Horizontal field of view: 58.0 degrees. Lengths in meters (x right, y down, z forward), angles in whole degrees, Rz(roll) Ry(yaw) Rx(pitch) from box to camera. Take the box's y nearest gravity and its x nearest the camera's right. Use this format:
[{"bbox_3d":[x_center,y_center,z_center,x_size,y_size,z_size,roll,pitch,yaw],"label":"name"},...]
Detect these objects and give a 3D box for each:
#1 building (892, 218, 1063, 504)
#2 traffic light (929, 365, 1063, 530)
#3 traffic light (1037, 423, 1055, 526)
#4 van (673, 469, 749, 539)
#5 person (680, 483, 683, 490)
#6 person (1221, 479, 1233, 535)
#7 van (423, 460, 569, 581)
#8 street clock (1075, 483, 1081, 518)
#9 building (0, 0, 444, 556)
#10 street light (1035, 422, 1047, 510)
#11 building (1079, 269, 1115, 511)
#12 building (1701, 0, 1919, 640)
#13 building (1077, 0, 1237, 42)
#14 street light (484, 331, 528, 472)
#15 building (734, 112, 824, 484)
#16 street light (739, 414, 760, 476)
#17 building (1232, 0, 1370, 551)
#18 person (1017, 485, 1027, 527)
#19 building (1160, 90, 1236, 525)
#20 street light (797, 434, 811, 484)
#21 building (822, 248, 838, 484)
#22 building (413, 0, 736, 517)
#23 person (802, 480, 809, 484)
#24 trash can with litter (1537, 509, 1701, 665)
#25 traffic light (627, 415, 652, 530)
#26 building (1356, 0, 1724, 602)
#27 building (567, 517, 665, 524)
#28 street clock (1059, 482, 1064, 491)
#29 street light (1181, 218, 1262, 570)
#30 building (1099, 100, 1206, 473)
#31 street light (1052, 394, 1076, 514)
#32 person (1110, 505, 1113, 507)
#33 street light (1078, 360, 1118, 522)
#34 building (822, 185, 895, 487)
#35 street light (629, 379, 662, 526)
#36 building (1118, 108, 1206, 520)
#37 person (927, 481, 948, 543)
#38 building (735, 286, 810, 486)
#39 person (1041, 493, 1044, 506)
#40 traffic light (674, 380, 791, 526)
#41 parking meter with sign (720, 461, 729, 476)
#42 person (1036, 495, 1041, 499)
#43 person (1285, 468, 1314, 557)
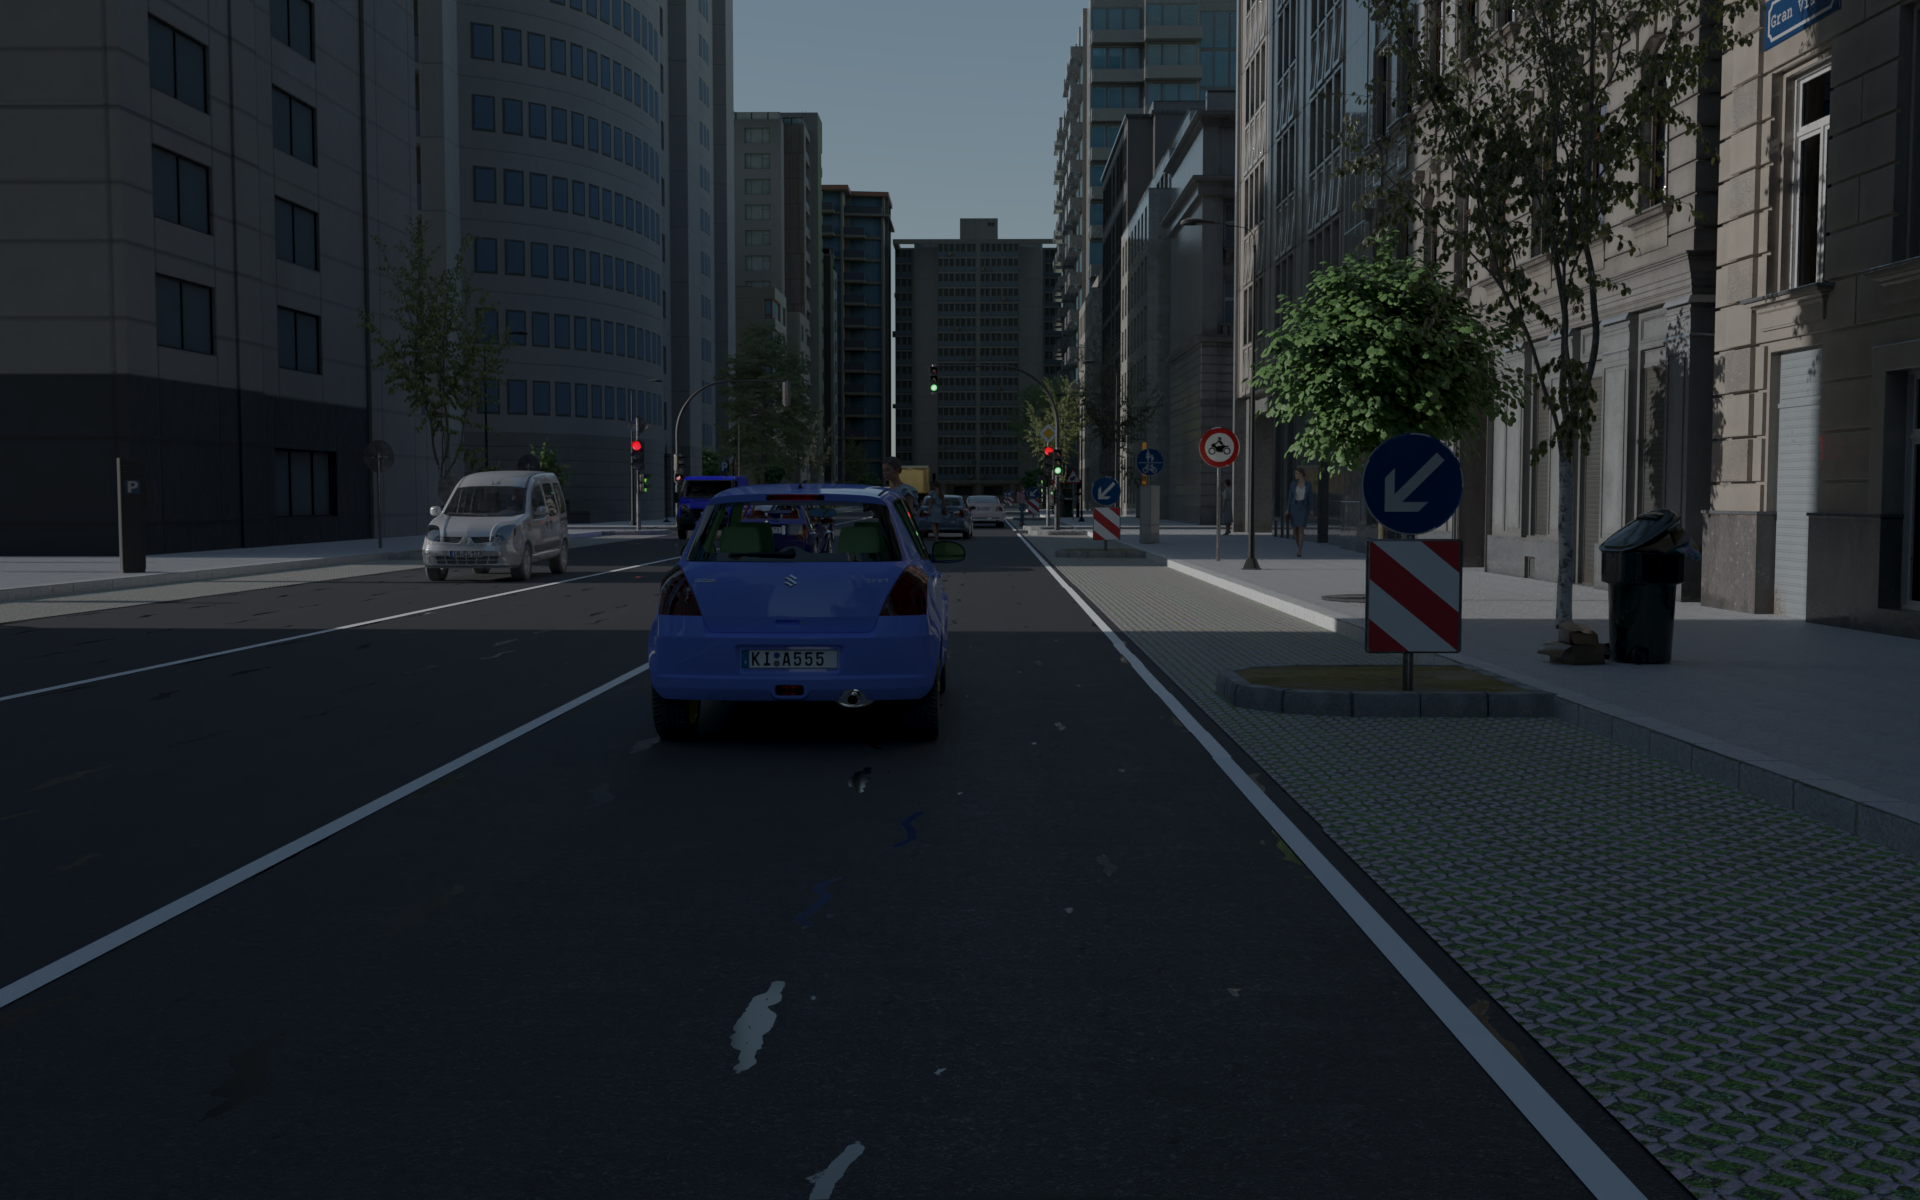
[{"bbox_3d":[2.621,-33.935,246.713,23.993,40.220,32.217,0,4,1],"label":"building"},{"bbox_3d":[1.311,-5.278,60.959,4.771,5.953,1.251,0,4,1],"label":"traffic light"},{"bbox_3d":[3.505,-4.901,69.059,0.839,4.253,0.868,0,4,1],"label":"traffic light"},{"bbox_3d":[-8.100,-3.232,57.225,2.240,2.365,5.245,0,4,0],"label":"van"},{"bbox_3d":[-13.656,-4.818,84.994,0.511,1.800,0.466,-2,4,-24],"label":"person"},{"bbox_3d":[8.279,-2.908,54.154,0.524,1.755,0.480,2,4,30],"label":"person"},{"bbox_3d":[-7.963,-1.401,29.924,2.013,2.044,4.112,0,4,0],"label":"van"},{"bbox_3d":[6.389,-5.462,93.871,0.358,2.002,0.471,0,4,-6],"label":"street clock"},{"bbox_3d":[-27.077,-37.037,43.808,20.611,71.187,20.563,0,4,1],"label":"building"},{"bbox_3d":[5.545,-8.496,111.454,1.470,5.913,1.316,0,4,1],"label":"street light"},{"bbox_3d":[14.998,-17.193,135.855,10.420,20.320,16.860,0,4,1],"label":"building"},{"bbox_3d":[13.979,-12.819,6.862,12.463,27.353,25.104,0,4,1],"label":"building"},{"bbox_3d":[21.486,-33.691,170.453,23.786,49.044,30.456,0,4,1],"label":"building"},{"bbox_3d":[-12.977,-4.701,49.402,1.470,5.913,1.316,0,4,1],"label":"street light"},{"bbox_3d":[-21.896,-30.383,180.359,14.154,41.232,14.086,0,4,1],"label":"building"},{"bbox_3d":[-12.333,-7.862,101.090,1.470,5.913,1.316,0,4,1],"label":"street light"},{"bbox_3d":[15.044,-14.044,47.639,12.078,24.808,19.932,0,4,1],"label":"building"},{"bbox_3d":[2.691,-4.105,75.633,0.388,1.821,0.555,2,4,28],"label":"person"},{"bbox_3d":[21.560,-14.382,76.946,24.055,21.916,13.314,0,4,1],"label":"building"},{"bbox_3d":[-11.869,-9.762,132.143,1.470,5.913,1.316,0,4,1],"label":"street light"},{"bbox_3d":[-22.142,-26.852,210.728,14.107,30.474,14.160,0,4,1],"label":"building"},{"bbox_3d":[-28.458,-35.501,122.439,21.231,58.520,28.212,0,4,1],"label":"building"},{"bbox_3d":[-4.388,-2.447,48.613,0.679,1.850,0.850,0,4,0],"label":"person"},{"bbox_3d":[4.977,-0.104,13.095,1.055,1.170,0.624,-1,4,-14],"label":"trash can with litter"},{"bbox_3d":[-11.357,-4.423,61.245,0.839,4.253,0.868,0,4,1],"label":"traffic light"},{"bbox_3d":[13.330,-10.982,28.711,9.793,20.994,18.267,0,4,1],"label":"building"},{"bbox_3d":[-25.571,-33.188,84.618,21.231,58.520,28.212,0,4,1],"label":"building"},{"bbox_3d":[5.893,-5.904,101.096,0.358,2.002,0.471,-1,4,-11],"label":"street clock"},{"bbox_3d":[4.416,-3.472,29.303,1.470,5.913,1.316,0,4,1],"label":"street light"},{"bbox_3d":[17.208,-19.675,115.198,14.314,27.812,24.014,0,4,1],"label":"building"},{"bbox_3d":[5.093,-6.579,80.101,1.470,5.913,1.316,0,4,1],"label":"street light"},{"bbox_3d":[9.562,-6.169,109.494,0.523,1.515,0.503,0,4,-1],"label":"person"},{"bbox_3d":[4.907,-5.366,60.275,1.470,5.913,1.316,0,4,1],"label":"street light"},{"bbox_3d":[-23.868,-35.933,242.132,28.867,44.769,22.147,0,4,1],"label":"building"},{"bbox_3d":[-12.725,-5.968,70.118,1.470,5.913,1.316,0,4,1],"label":"street light"},{"bbox_3d":[14.653,-14.668,94.575,10.420,20.320,16.860,0,4,1],"label":"building"},{"bbox_3d":[-0.645,-2.536,50.052,0.616,1.811,0.778,-1,4,-10],"label":"person"},{"bbox_3d":[-29.053,-19.216,159.213,27.650,21.520,28.899,0,4,1],"label":"building"},{"bbox_3d":[9.165,-11.160,189.188,0.721,1.739,1.217,2,4,29],"label":"person"},{"bbox_3d":[-9.163,-5.784,69.238,4.771,5.953,1.251,0,4,1],"label":"traffic light"},{"bbox_3d":[-13.010,-5.846,91.847,0.543,3.016,1.738,2,4,34],"label":"parking meter with sign"},{"bbox_3d":[9.575,-12.741,213.989,0.705,1.869,1.348,-2,4,-30],"label":"person"},{"bbox_3d":[7.012,-1.808,35.635,0.581,1.822,0.654,2,4,32],"label":"person"}]
